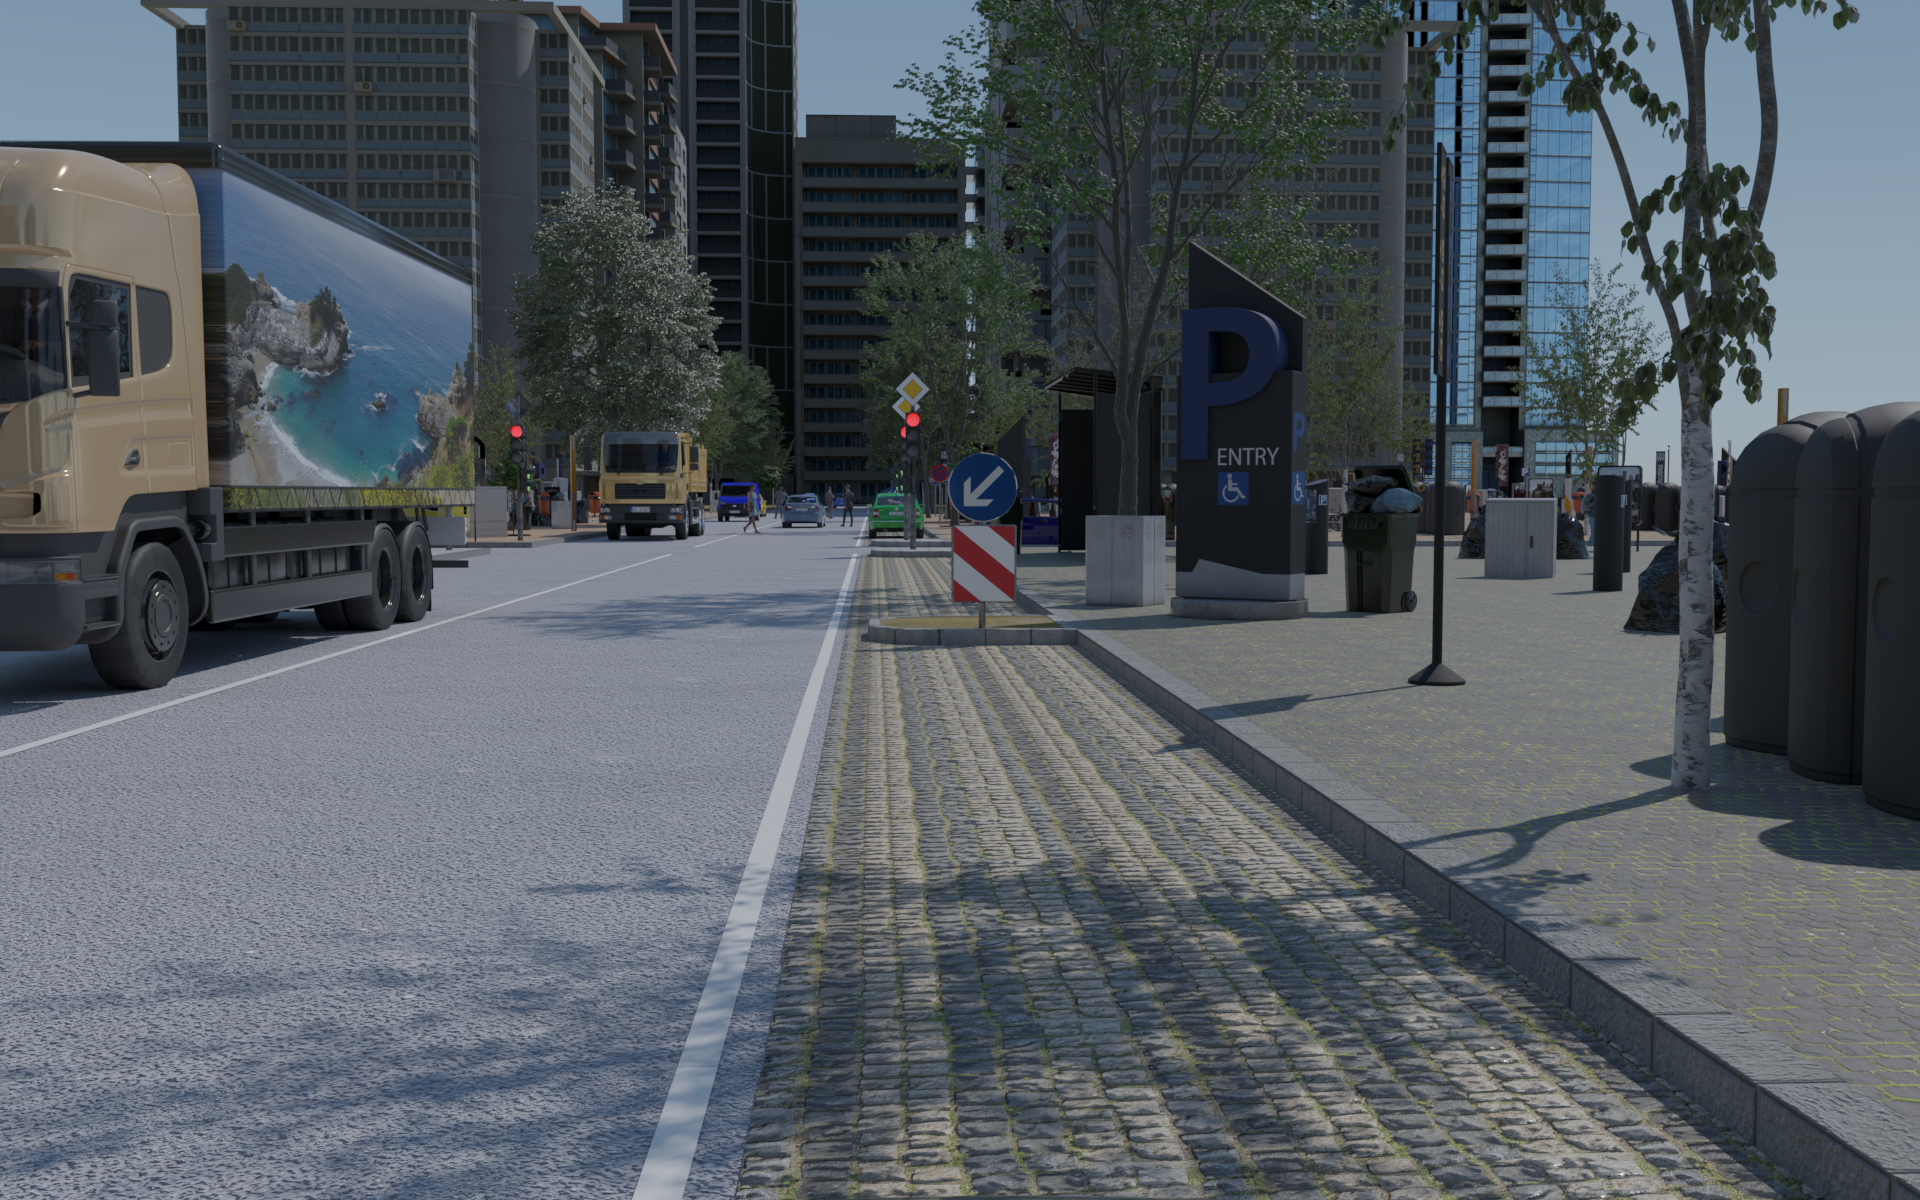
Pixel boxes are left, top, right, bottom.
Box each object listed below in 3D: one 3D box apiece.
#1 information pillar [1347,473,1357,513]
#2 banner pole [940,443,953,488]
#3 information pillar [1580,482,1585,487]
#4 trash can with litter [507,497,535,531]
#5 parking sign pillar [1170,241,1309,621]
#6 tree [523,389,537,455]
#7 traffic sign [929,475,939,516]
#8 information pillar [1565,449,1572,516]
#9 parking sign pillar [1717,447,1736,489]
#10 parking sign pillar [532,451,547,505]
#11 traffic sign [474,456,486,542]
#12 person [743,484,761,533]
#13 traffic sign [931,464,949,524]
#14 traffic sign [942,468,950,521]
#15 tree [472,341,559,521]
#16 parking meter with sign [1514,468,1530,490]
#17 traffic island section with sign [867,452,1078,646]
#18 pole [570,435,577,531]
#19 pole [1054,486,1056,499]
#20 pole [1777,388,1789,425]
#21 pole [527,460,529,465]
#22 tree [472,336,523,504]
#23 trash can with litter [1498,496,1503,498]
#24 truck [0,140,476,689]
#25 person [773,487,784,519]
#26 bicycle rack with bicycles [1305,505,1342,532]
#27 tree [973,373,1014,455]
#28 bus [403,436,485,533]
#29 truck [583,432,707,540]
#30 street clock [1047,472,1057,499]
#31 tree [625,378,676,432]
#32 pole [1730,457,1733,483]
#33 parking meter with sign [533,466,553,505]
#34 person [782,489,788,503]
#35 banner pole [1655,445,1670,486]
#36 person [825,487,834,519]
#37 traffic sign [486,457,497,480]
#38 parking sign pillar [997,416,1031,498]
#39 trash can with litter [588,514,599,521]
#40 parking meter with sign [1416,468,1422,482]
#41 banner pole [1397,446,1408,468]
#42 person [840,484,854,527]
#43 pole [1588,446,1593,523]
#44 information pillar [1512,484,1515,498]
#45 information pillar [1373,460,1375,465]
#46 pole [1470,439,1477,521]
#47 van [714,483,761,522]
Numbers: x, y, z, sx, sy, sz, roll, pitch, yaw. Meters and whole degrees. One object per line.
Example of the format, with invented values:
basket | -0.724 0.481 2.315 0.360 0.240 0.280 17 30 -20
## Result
information pillar | 13.581 -3.388 59.879 0.304 2.012 0.304 -3 5 -42
banner pole | -0.590 -5.799 84.833 0.863 3.779 0.401 1 4 20
information pillar | 36.806 -5.985 102.344 0.304 2.012 0.304 0 4 6
trash can with litter | -15.543 -3.030 60.934 1.055 1.170 0.624 -3 4 -37
parking sign pillar | 2.944 -1.815 18.142 1.447 3.967 1.447 2 4 33
tree | -29.850 -10.064 114.914 4.360 8.622 3.978 0 3 0
traffic sign | -1.433 -6.195 101.391 0.768 2.556 0.104 0 4 5
information pillar | 31.752 -6.058 90.403 0.183 3.616 0.504 -1 4 -11
parking sign pillar | 44.073 -6.788 99.460 1.447 3.967 1.447 -1 4 -16
parking sign pillar | -26.667 -7.424 109.851 1.447 3.967 1.447 1 4 9
traffic sign | -13.066 -2.722 46.642 0.606 2.300 0.079 0 4 6
person | -7.622 -3.340 63.205 0.778 1.811 0.616 2 4 27
traffic sign | -0.856 -4.528 74.134 0.768 2.556 0.104 0 4 4
traffic sign | -0.664 -5.122 83.848 0.768 2.556 0.104 0 4 2
tree | -21.491 -8.101 82.821 4.737 8.622 4.395 0 3 0
parking meter with sign | 36.919 -7.223 114.355 0.543 3.016 1.738 3 5 45
traffic island section with sign | 0.075 -0.526 17.222 1.989 1.847 2.006 0 4 -3
pole | -13.368 -4.038 59.870 0.158 3.312 0.155 0 3 0
pole | 4.342 -5.266 79.940 0.158 3.312 0.155 0 3 0
pole | 15.838 -2.420 33.408 0.158 3.312 0.155 0 3 0
pole | -25.862 -6.711 103.574 0.158 3.312 0.155 0 3 0
tree | -22.511 -7.765 77.317 4.360 8.622 3.978 0 3 0
trash can with litter | 26.112 -4.403 83.044 2.233 1.210 1.678 2 4 33
truck | -7.138 -1.661 16.073 2.839 4.237 11.283 0 4 -1
person | -10.576 -5.676 101.113 0.655 1.846 0.447 -1 4 -11
bicycle rack with bicycles | 12.092 -2.738 58.152 2.925 0.926 2.852 -1 4 -13
tree | 2.573 -9.271 101.943 4.737 8.622 4.395 0 3 0
bus | -18.423 -3.178 43.513 12.252 3.916 2.896 0 4 -4
truck | -9.907 -3.691 56.279 3.469 3.379 9.791 0 4 -3
street clock | 3.037 -3.198 56.858 0.358 2.002 0.471 -1 4 -13
tree | -19.541 -9.616 107.590 4.360 8.622 3.978 0 3 0
pole | 42.250 -6.190 95.046 0.158 3.312 0.155 0 3 0
parking meter with sign | -25.342 -6.731 106.311 1.738 3.016 0.543 0 4 2
person | -12.988 -7.310 128.007 1.348 1.826 0.705 3 4 37
banner pole | 35.959 -6.026 88.544 0.863 3.779 0.401 0 4 8
person | -7.495 -5.563 99.422 0.622 1.834 0.822 2 4 28
traffic sign | -14.680 -3.246 54.255 0.795 2.450 0.064 0 4 5
parking sign pillar | 1.882 -4.399 60.396 1.447 3.967 1.447 -3 5 -41
trash can with litter | -16.800 -4.407 83.109 1.678 1.210 2.233 -1 4 -10
parking meter with sign | 29.776 -7.229 114.463 0.543 3.016 1.738 -2 4 -26
banner pole | 23.074 -6.132 90.268 0.863 3.779 0.401 -2 4 -24
person | -4.942 -4.129 75.778 0.659 1.850 0.755 -3 4 -38
pole | 26.854 -4.896 73.887 0.158 3.312 0.155 0 3 0
information pillar | 39.211 -7.217 122.487 0.304 2.012 0.304 0 4 6
information pillar | 28.580 -7.852 119.731 0.183 3.616 0.504 0 4 -1
pole | 19.213 -4.338 64.768 0.158 3.312 0.155 0 3 0
van | -11.647 -5.317 91.320 2.240 2.365 5.245 0 4 -2
